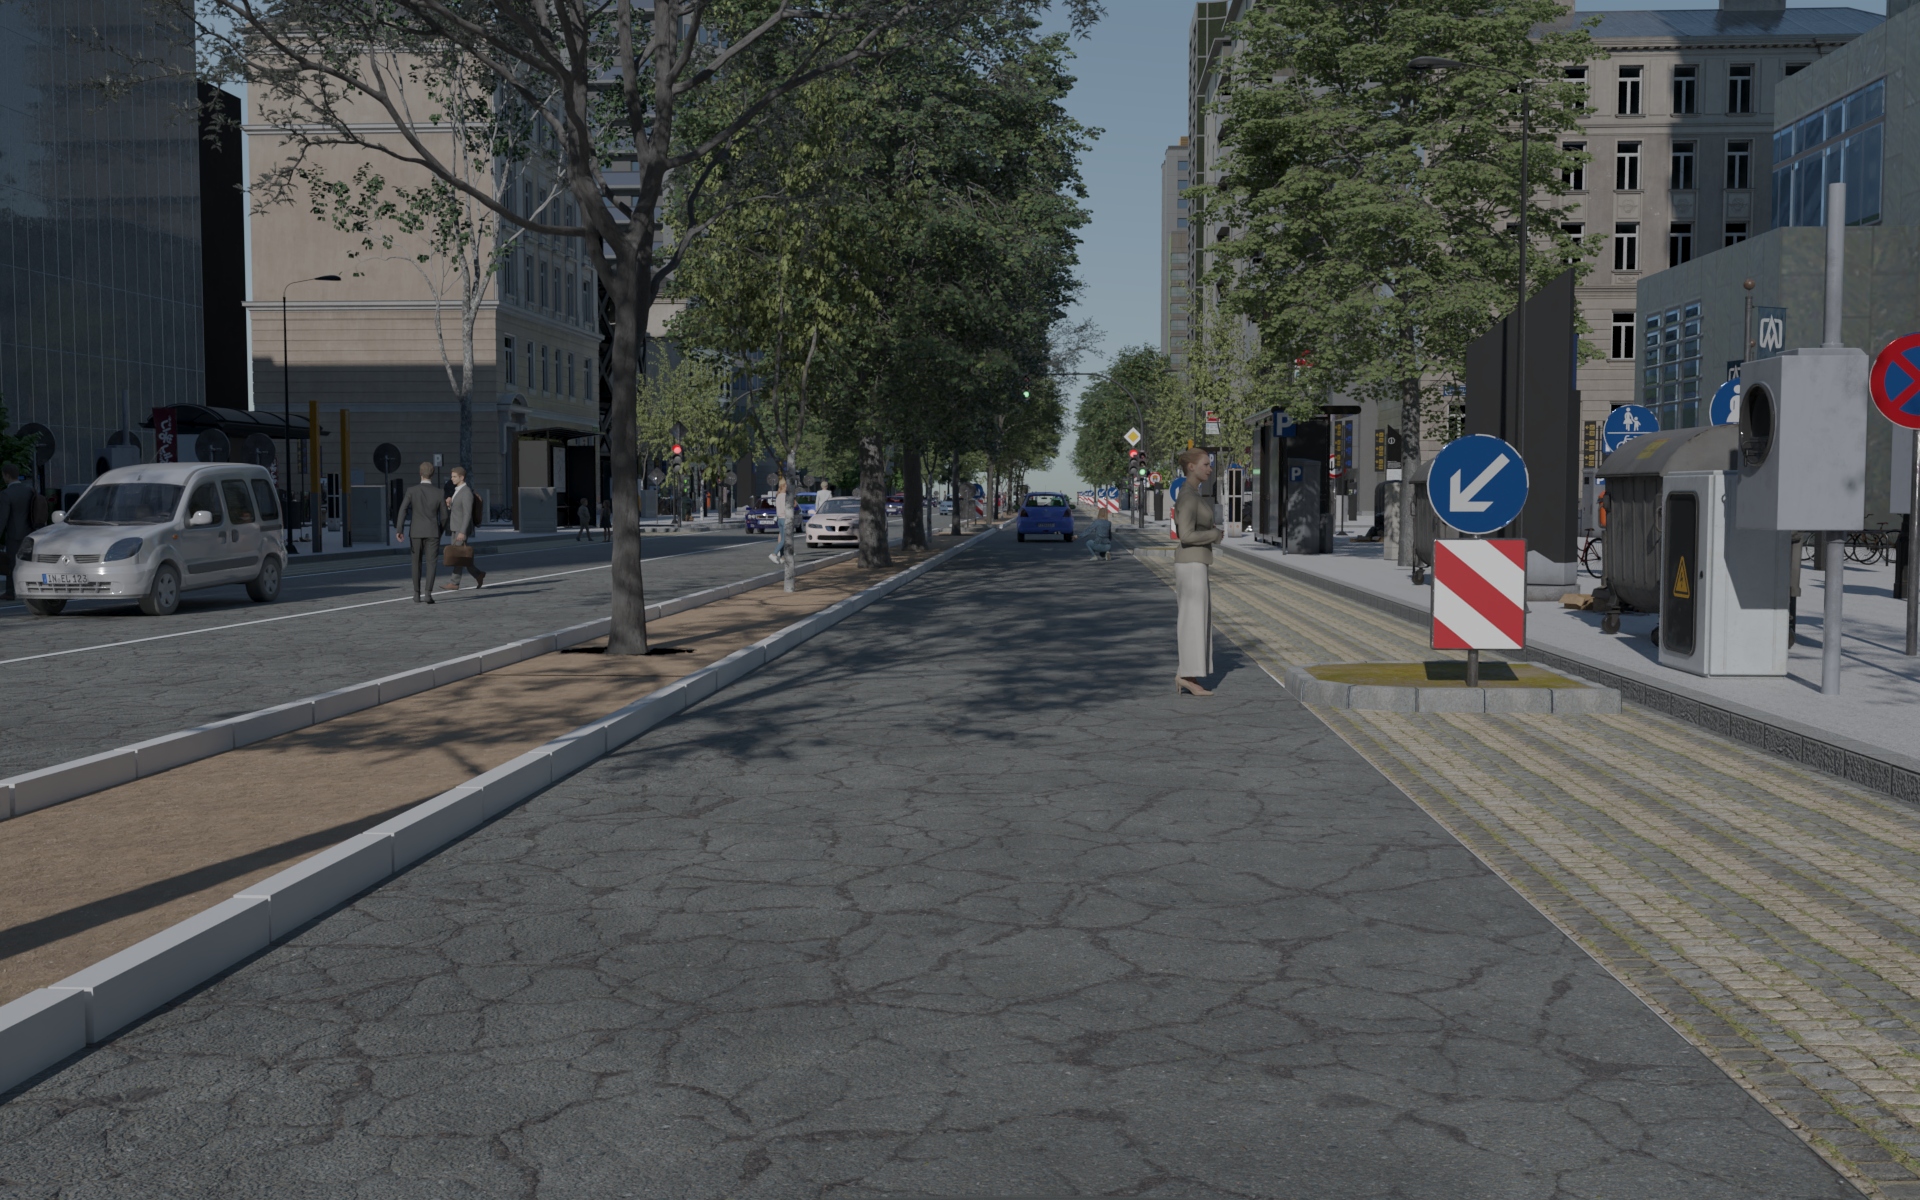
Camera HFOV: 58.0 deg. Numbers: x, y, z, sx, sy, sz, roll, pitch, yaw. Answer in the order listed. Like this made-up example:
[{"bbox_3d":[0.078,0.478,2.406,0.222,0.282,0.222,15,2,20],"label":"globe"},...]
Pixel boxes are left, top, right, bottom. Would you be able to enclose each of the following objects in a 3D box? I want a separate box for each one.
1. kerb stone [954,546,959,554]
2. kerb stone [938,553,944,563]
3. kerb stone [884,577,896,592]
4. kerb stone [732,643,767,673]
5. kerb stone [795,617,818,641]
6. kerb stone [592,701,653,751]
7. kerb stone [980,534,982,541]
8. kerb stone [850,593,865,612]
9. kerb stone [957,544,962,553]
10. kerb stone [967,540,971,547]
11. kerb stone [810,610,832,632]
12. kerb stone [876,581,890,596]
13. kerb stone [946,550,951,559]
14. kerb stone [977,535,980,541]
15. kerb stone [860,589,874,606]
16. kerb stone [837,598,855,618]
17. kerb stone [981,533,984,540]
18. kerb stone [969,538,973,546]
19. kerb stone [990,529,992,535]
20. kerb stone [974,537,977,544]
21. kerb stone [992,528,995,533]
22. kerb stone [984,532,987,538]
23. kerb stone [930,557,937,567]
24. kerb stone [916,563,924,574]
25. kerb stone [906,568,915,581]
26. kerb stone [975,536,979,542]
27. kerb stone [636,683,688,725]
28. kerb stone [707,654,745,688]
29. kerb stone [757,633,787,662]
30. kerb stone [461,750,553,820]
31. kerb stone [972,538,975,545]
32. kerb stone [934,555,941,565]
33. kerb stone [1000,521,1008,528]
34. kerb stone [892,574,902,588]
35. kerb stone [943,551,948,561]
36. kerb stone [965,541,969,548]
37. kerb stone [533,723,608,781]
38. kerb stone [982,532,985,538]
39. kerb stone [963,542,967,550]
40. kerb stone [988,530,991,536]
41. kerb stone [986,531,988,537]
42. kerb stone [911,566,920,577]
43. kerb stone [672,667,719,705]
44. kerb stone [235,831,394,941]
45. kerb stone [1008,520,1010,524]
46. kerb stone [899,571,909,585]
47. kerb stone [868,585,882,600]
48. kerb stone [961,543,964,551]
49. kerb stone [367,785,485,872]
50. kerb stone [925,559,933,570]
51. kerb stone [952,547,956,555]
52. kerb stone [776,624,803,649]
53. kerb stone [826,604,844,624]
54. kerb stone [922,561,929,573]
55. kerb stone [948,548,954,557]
[{"bbox_3d":[-0.164,-1.134,40.834,0.120,0.150,1.000,0,4,3],"label":"kerb stone"},{"bbox_3d":[-0.473,-0.827,35.712,0.120,0.150,1.000,0,4,3],"label":"kerb stone"},{"bbox_3d":[-1.081,-0.201,25.477,0.120,0.150,1.000,0,4,3],"label":"kerb stone"},{"bbox_3d":[-1.755,0.488,14.216,0.120,0.150,1.000,0,4,3],"label":"kerb stone"},{"bbox_3d":[-1.570,0.302,17.279,0.120,0.150,1.000,0,4,3],"label":"kerb stone"},{"bbox_3d":[-1.991,0.743,10.130,0.120,0.150,1.000,0,4,3],"label":"kerb stone"},{"bbox_3d":[0.505,-1.828,52.077,0.120,0.150,1.000,0,4,3],"label":"kerb stone"},{"bbox_3d":[-1.318,0.051,21.384,0.120,0.150,1.000,0,4,3],"label":"kerb stone"},{"bbox_3d":[-0.102,-1.202,41.855,0.120,0.150,1.000,0,4,3],"label":"kerb stone"},{"bbox_3d":[0.141,-1.448,45.938,0.120,0.150,1.000,0,4,3],"label":"kerb stone"},{"bbox_3d":[-1.505,0.238,18.300,0.120,0.150,1.000,0,4,3],"label":"kerb stone"},{"bbox_3d":[-1.136,-0.137,24.456,0.120,0.150,1.000,0,4,3],"label":"kerb stone"},{"bbox_3d":[-0.339,-0.952,37.762,0.120,0.150,1.000,0,4,3],"label":"kerb stone"},{"bbox_3d":[0.444,-1.759,51.057,0.120,0.150,1.000,0,4,3],"label":"kerb stone"},{"bbox_3d":[-1.261,-0.010,22.410,0.120,0.150,1.000,0,4,3],"label":"kerb stone"},{"bbox_3d":[-1.382,0.113,20.351,0.120,0.150,1.000,0,4,3],"label":"kerb stone"},{"bbox_3d":[0.573,-1.890,53.097,0.120,0.150,1.000,0,4,3],"label":"kerb stone"},{"bbox_3d":[0.206,-1.515,46.965,0.120,0.150,1.000,0,4,3],"label":"kerb stone"},{"bbox_3d":[0.926,-2.261,59.234,0.120,0.150,1.000,0,4,3],"label":"kerb stone"},{"bbox_3d":[0.316,-1.640,49.007,0.120,0.150,1.000,0,4,3],"label":"kerb stone"},{"bbox_3d":[1.054,-2.391,61.285,0.120,0.150,1.000,0,4,3],"label":"kerb stone"},{"bbox_3d":[0.692,-2.015,55.141,0.120,0.150,1.000,0,4,3],"label":"kerb stone"},{"bbox_3d":[-0.596,-0.701,33.658,0.120,0.150,1.000,0,4,3],"label":"kerb stone"},{"bbox_3d":[-0.780,-0.514,30.591,0.120,0.150,1.000,0,4,3],"label":"kerb stone"},{"bbox_3d":[-0.892,-0.389,28.550,0.120,0.150,1.000,0,4,3],"label":"kerb stone"},{"bbox_3d":[0.388,-1.703,50.036,0.120,0.150,1.000,0,4,3],"label":"kerb stone"},{"bbox_3d":[-1.938,0.680,11.152,0.120,0.150,1.000,0,4,3],"label":"kerb stone"},{"bbox_3d":[-1.808,0.552,13.195,0.120,0.150,1.000,0,4,3],"label":"kerb stone"},{"bbox_3d":[-1.681,0.428,15.236,0.120,0.150,1.000,0,4,3],"label":"kerb stone"},{"bbox_3d":[-2.118,0.863,8.086,0.120,0.150,1.000,0,4,3],"label":"kerb stone"},{"bbox_3d":[0.263,-1.571,47.986,0.120,0.150,1.000,0,4,3],"label":"kerb stone"},{"bbox_3d":[-0.526,-0.764,34.686,0.120,0.150,1.000,0,4,3],"label":"kerb stone"},{"bbox_3d":[1.941,-3.304,76.219,0.120,0.150,1.000,0,4,3],"label":"kerb stone"},{"bbox_3d":[-1.027,-0.262,26.501,0.120,0.150,1.000,0,4,3],"label":"kerb stone"},{"bbox_3d":[-0.405,-0.890,36.742,0.120,0.150,1.000,0,4,3],"label":"kerb stone"},{"bbox_3d":[0.076,-1.390,44.916,0.120,0.150,1.000,0,4,3],"label":"kerb stone"},{"bbox_3d":[-2.058,0.800,9.110,0.120,0.150,1.000,0,4,3],"label":"kerb stone"},{"bbox_3d":[0.622,-1.953,54.121,0.120,0.150,1.000,0,4,3],"label":"kerb stone"},{"bbox_3d":[0.019,-1.327,43.896,0.120,0.150,1.000,0,4,3],"label":"kerb stone"},{"bbox_3d":[0.864,-2.202,58.207,0.120,0.150,1.000,0,4,3],"label":"kerb stone"},{"bbox_3d":[0.746,-2.076,56.162,0.120,0.150,1.000,0,4,3],"label":"kerb stone"},{"bbox_3d":[-0.835,-0.446,29.571,0.120,0.150,1.000,0,4,3],"label":"kerb stone"},{"bbox_3d":[-1.874,0.613,12.172,0.120,0.150,1.000,0,4,3],"label":"kerb stone"},{"bbox_3d":[-2.234,0.988,6.040,0.120,0.150,1.000,0,4,3],"label":"kerb stone"},{"bbox_3d":[2.065,-3.423,78.262,0.120,0.150,1.000,0,4,3],"label":"kerb stone"},{"bbox_3d":[-0.961,-0.325,27.521,0.120,0.150,1.000,0,4,3],"label":"kerb stone"},{"bbox_3d":[-1.205,-0.073,23.431,0.120,0.150,1.000,0,4,3],"label":"kerb stone"},{"bbox_3d":[-0.045,-1.265,42.875,0.120,0.150,1.000,0,4,3],"label":"kerb stone"},{"bbox_3d":[-2.172,0.926,7.060,0.120,0.150,1.000,0,4,3],"label":"kerb stone"},{"bbox_3d":[-0.650,-0.639,32.638,0.120,0.150,1.000,0,4,3],"label":"kerb stone"},{"bbox_3d":[-0.231,-1.077,39.810,0.120,0.150,1.000,0,4,3],"label":"kerb stone"},{"bbox_3d":[-1.633,0.363,16.257,0.120,0.150,1.000,0,4,3],"label":"kerb stone"},{"bbox_3d":[-1.444,0.183,19.320,0.120,0.150,1.000,0,4,3],"label":"kerb stone"},{"bbox_3d":[-0.708,-0.576,31.613,0.120,0.150,1.000,0,4,3],"label":"kerb stone"},{"bbox_3d":[-0.289,-1.011,38.788,0.120,0.150,1.000,0,4,3],"label":"kerb stone"}]
